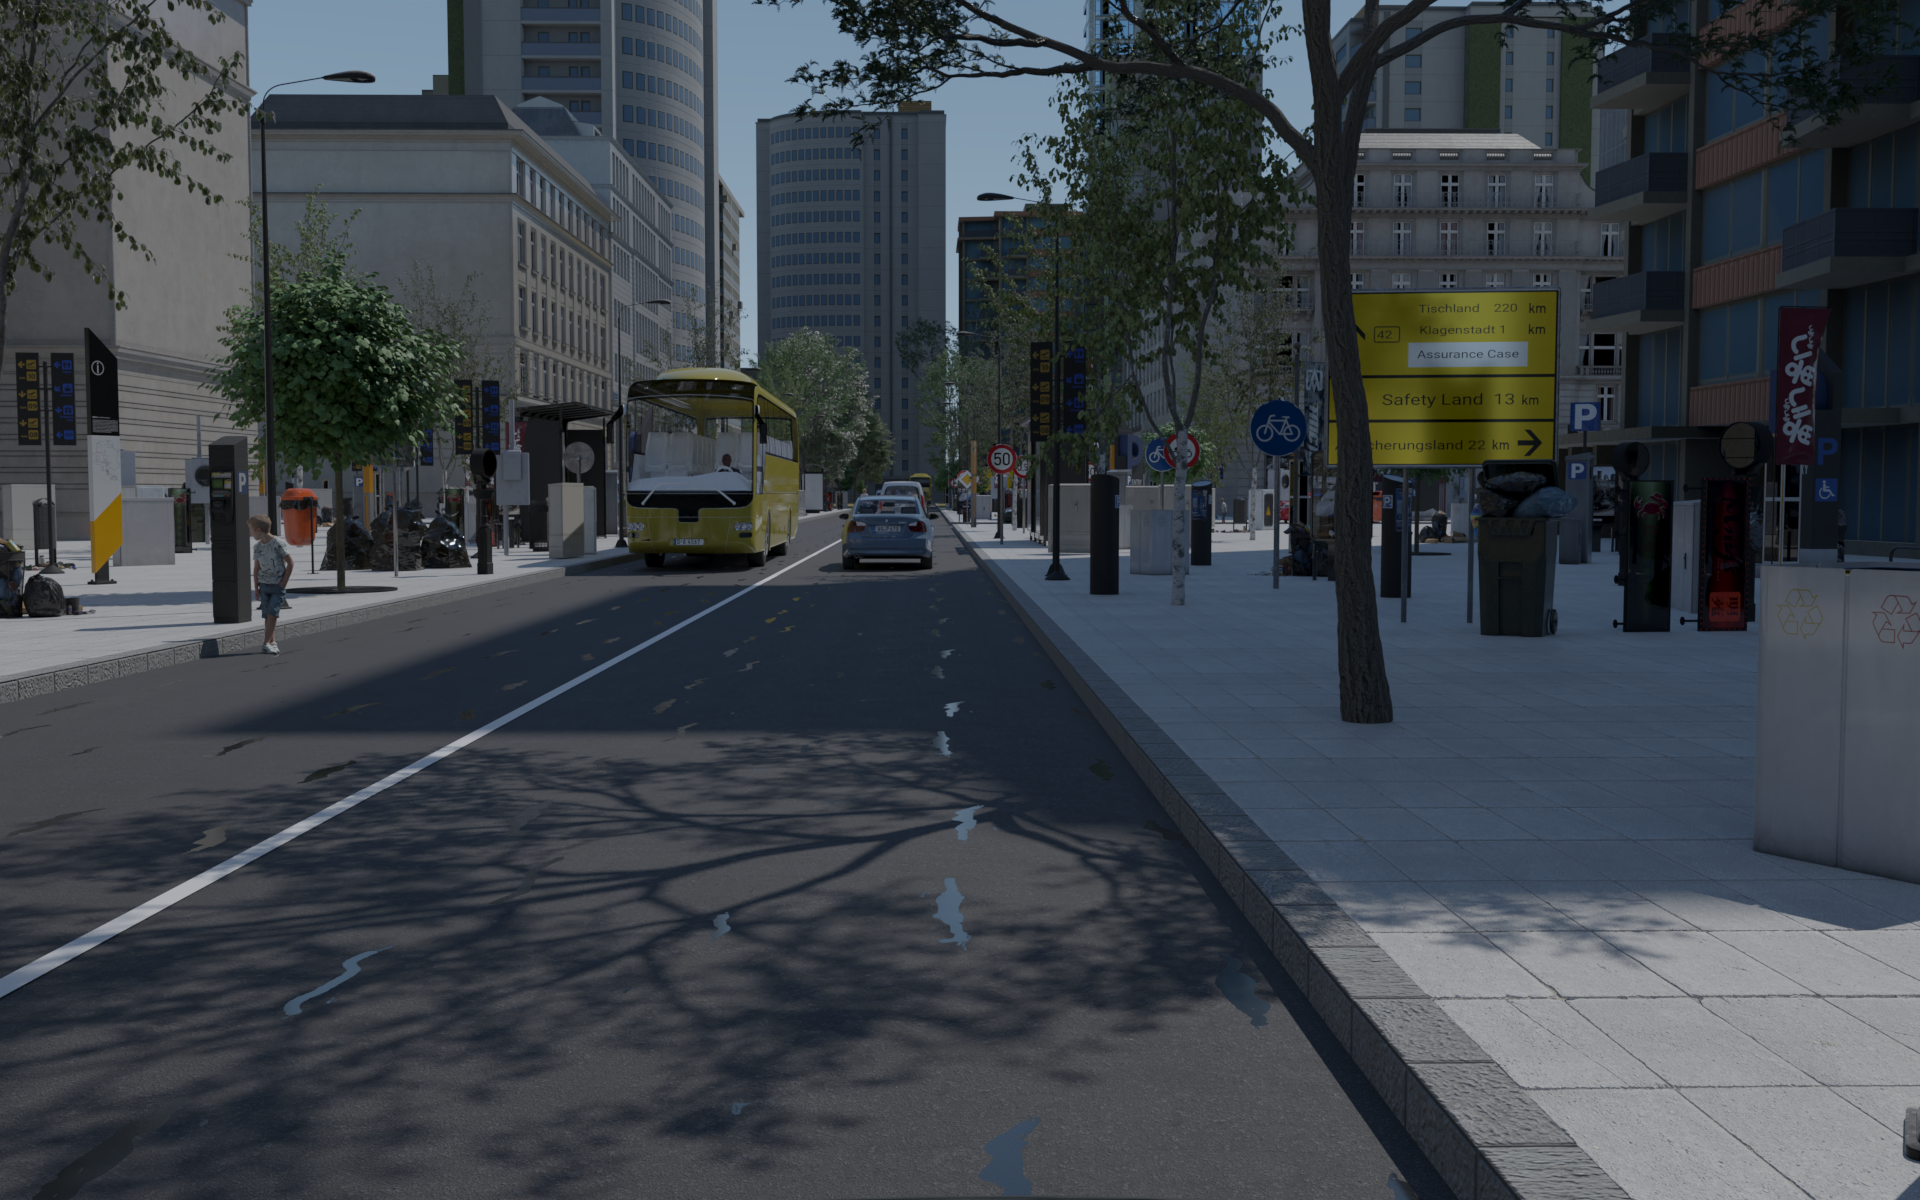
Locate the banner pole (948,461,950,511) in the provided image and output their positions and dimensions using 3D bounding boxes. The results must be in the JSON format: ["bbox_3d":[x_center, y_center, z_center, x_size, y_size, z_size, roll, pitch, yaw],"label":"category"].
[{"bbox_3d":[-0.823,-8.552,129.849,0.401,3.779,0.863,0,4,7],"label":"banner pole"}]

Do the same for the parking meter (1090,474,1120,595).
[{"bbox_3d":[1.849,-0.840,22.140,0.372,1.533,0.369,0,3,0],"label":"parking meter"}]

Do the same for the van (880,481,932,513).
[{"bbox_3d":[-1.945,-3.152,58.547,2.013,2.044,4.112,0,4,-1],"label":"van"}]

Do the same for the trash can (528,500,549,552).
[{"bbox_3d":[-9.317,-1.652,38.668,0.748,1.137,0.748,0,3,0],"label":"trash can"}]

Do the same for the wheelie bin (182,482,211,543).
[{"bbox_3d":[-20.236,-2.326,45.940,0.693,1.594,0.980,3,5,41],"label":"wheelie bin"}]

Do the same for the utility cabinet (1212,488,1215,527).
[{"bbox_3d":[9.132,-3.513,66.119,1.173,1.500,0.318,2,4,29],"label":"utility cabinet"}]

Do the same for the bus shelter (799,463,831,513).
[{"bbox_3d":[-9.883,-7.547,117.311,2.014,3.302,5.546,0,4,-1],"label":"bus shelter"}]

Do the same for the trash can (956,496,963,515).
[{"bbox_3d":[0.100,-5.904,108.186,0.748,1.137,0.748,0,3,0],"label":"trash can"}]

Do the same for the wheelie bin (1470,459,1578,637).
[{"bbox_3d":[5.096,-0.479,15.745,0.980,1.594,0.693,2,4,29],"label":"wheelie bin"}]

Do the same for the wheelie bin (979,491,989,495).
[{"bbox_3d":[1.560,-6.657,116.752,0.693,1.594,0.980,1,4,18],"label":"wheelie bin"}]

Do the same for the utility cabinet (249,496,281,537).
[{"bbox_3d":[-21.111,-2.524,52.426,1.020,1.237,0.306,-1,4,-18],"label":"utility cabinet"}]

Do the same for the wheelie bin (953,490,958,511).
[{"bbox_3d":[-0.206,-7.439,129.543,0.693,1.594,0.980,0,4,-1],"label":"wheelie bin"}]

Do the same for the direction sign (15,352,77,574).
[{"bbox_3d":[-14.639,-2.190,27.808,0.876,3.537,0.379,0,4,-7],"label":"direction sign"}]

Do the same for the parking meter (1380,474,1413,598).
[{"bbox_3d":[5.418,-0.800,21.493,0.372,1.533,0.369,0,3,0],"label":"parking meter"}]

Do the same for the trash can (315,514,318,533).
[{"bbox_3d":[-20.378,-2.592,54.040,0.748,1.137,0.748,0,3,0],"label":"trash can"}]

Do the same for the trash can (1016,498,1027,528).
[{"bbox_3d":[2.353,-3.282,65.315,0.748,1.137,0.748,0,3,0],"label":"trash can"}]

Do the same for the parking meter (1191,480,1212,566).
[{"bbox_3d":[4.339,-1.390,31.132,0.372,1.533,0.369,0,3,0],"label":"parking meter"}]

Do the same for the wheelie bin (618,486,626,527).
[{"bbox_3d":[-13.253,-3.587,66.562,0.980,1.594,0.693,3,4,38],"label":"wheelie bin"}]

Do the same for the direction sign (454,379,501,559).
[{"bbox_3d":[-9.574,-2.595,34.426,0.876,3.537,0.379,-2,4,-27],"label":"direction sign"}]

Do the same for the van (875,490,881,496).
[{"bbox_3d":[-7.446,-9.844,167.968,2.013,2.044,4.112,0,4,-3],"label":"van"}]

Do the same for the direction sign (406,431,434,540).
[{"bbox_3d":[-15.025,-3.422,47.948,0.876,3.537,0.379,-1,4,-12],"label":"direction sign"}]

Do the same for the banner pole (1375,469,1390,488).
[{"bbox_3d":[34.381,-9.255,141.334,0.401,3.779,0.863,-3,5,-42],"label":"banner pole"}]

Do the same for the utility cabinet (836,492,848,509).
[{"bbox_3d":[-10.257,-8.643,149.999,0.318,1.500,1.173,3,5,43],"label":"utility cabinet"}]

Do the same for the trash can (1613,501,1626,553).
[{"bbox_3d":[14.178,-1.527,36.622,0.748,1.137,0.748,0,3,0],"label":"trash can"}]

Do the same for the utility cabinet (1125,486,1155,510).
[{"bbox_3d":[5.133,-2.369,47.411,1.173,1.500,0.318,0,4,-2],"label":"utility cabinet"}]

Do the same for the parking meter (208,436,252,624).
[{"bbox_3d":[-7.262,-0.705,17.234,0.255,1.863,0.399,0,4,1],"label":"parking meter"}]

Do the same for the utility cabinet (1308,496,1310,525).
[{"bbox_3d":[14.347,-3.511,68.571,1.020,1.237,0.306,0,4,8],"label":"utility cabinet"}]

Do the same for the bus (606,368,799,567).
[{"bbox_3d":[-5.125,-2.805,37.403,2.896,3.916,12.252,0,4,-2],"label":"bus"}]

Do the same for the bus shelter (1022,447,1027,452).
[{"bbox_3d":[4.138,-5.957,88.676,1.731,3.624,6.357,0,4,-1],"label":"bus shelter"}]

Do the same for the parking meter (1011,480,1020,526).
[{"bbox_3d":[2.231,-3.912,69.670,0.255,1.863,0.399,-1,4,-13],"label":"parking meter"}]

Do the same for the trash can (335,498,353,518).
[{"bbox_3d":[-24.804,-3.552,69.732,0.748,1.137,0.748,0,3,0],"label":"trash can"}]

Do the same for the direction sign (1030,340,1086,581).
[{"bbox_3d":[1.455,-2.064,25.750,0.876,3.537,0.379,2,4,24],"label":"direction sign"}]

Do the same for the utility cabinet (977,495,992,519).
[{"bbox_3d":[1.089,-4.683,87.723,1.020,1.237,0.306,1,4,20],"label":"utility cabinet"}]

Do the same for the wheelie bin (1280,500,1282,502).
[{"bbox_3d":[15.831,-4.772,85.934,0.980,1.594,0.693,-1,4,-16],"label":"wheelie bin"}]

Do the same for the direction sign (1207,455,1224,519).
[{"bbox_3d":[13.407,-6.054,90.987,0.876,3.537,0.379,2,4,27],"label":"direction sign"}]

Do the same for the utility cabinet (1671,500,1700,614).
[{"bbox_3d":[8.069,-0.481,19.028,0.306,1.237,1.020,1,4,11],"label":"utility cabinet"}]

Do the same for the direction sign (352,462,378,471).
[{"bbox_3d":[-20.405,-4.122,59.388,0.876,3.537,0.379,0,4,0],"label":"direction sign"}]

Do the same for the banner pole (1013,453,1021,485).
[{"bbox_3d":[3.095,-6.309,93.168,0.401,3.779,0.863,3,5,41],"label":"banner pole"}]

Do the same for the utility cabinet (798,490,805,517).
[{"bbox_3d":[-9.115,-5.418,97.268,0.318,1.500,1.173,2,4,28],"label":"utility cabinet"}]

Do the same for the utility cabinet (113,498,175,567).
[{"bbox_3d":[-14.657,-1.218,31.077,0.306,1.237,1.020,3,4,36],"label":"utility cabinet"}]

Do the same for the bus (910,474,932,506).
[{"bbox_3d":[-4.735,-13.210,207.526,2.896,3.916,12.252,0,4,-1],"label":"bus"}]

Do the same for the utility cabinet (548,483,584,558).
[{"bbox_3d":[-7.885,-1.588,34.649,0.318,1.500,1.173,0,4,8],"label":"utility cabinet"}]

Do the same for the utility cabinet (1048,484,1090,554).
[{"bbox_3d":[2.460,-1.733,37.017,1.173,1.500,0.318,2,4,32],"label":"utility cabinet"}]

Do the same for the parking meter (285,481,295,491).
[{"bbox_3d":[-30.638,-4.500,79.279,0.399,1.863,0.255,0,4,-8],"label":"parking meter"}]

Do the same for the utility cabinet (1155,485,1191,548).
[{"bbox_3d":[5.274,-1.968,40.852,1.173,1.500,0.318,1,4,11],"label":"utility cabinet"}]

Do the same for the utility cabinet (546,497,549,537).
[{"bbox_3d":[-9.501,-1.885,41.980,1.020,1.237,0.306,1,4,15],"label":"utility cabinet"}]

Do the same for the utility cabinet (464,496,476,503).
[{"bbox_3d":[-19.628,-3.581,69.711,1.020,1.237,0.306,1,4,14],"label":"utility cabinet"}]

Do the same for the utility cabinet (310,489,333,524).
[{"bbox_3d":[-26.851,-3.891,72.302,1.173,1.500,0.318,-2,4,-33],"label":"utility cabinet"}]

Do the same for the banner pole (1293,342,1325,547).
[{"bbox_3d":[5.752,-2.369,28.754,0.863,3.779,0.401,-2,4,-32],"label":"banner pole"}]

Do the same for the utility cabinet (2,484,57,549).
[{"bbox_3d":[-21.408,-1.905,39.833,0.318,1.500,1.173,1,4,21],"label":"utility cabinet"}]

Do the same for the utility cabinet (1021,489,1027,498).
[{"bbox_3d":[3.395,-4.358,79.930,1.173,1.500,0.318,-2,4,-33],"label":"utility cabinet"}]

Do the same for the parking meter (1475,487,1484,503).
[{"bbox_3d":[19.296,-3.424,64.391,0.372,1.533,0.369,0,3,0],"label":"parking meter"}]
